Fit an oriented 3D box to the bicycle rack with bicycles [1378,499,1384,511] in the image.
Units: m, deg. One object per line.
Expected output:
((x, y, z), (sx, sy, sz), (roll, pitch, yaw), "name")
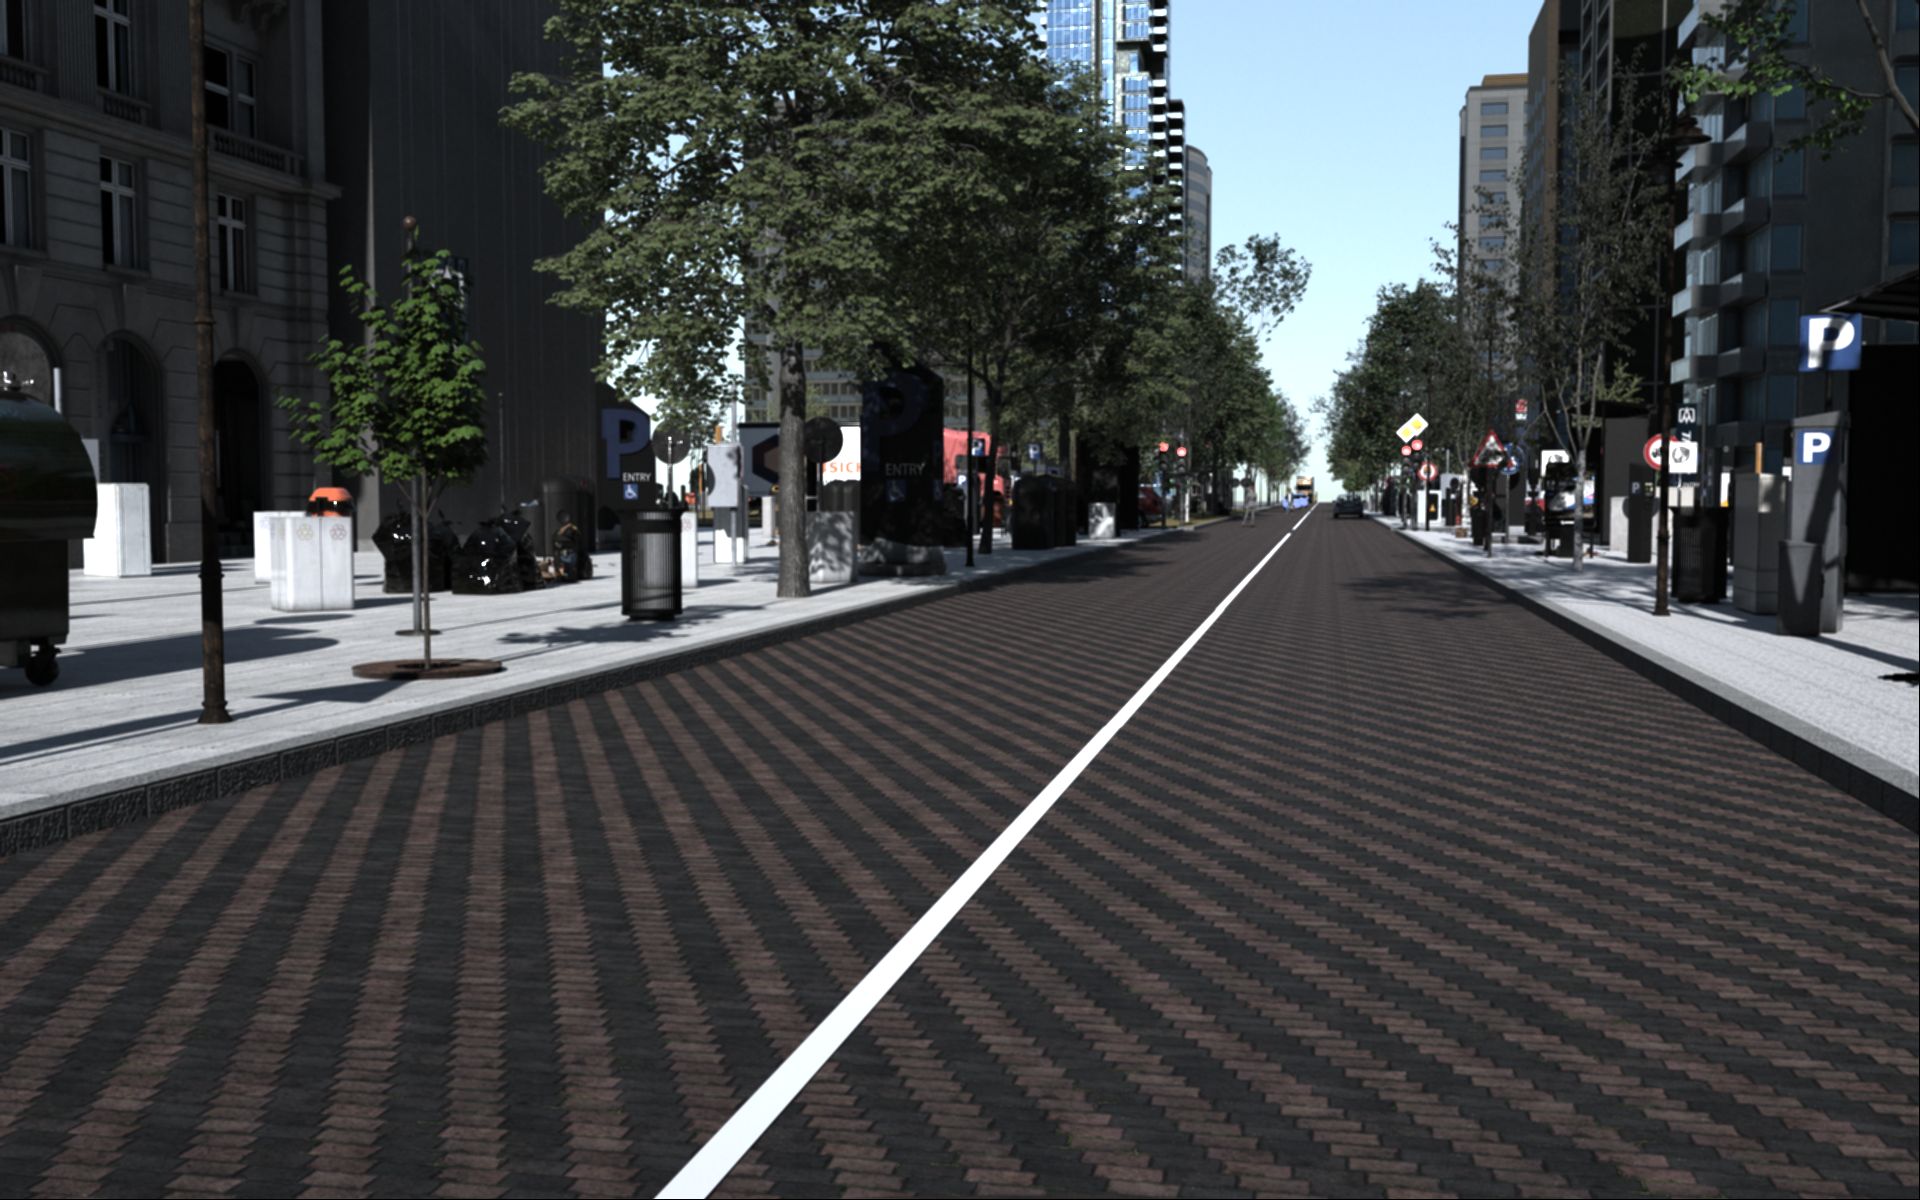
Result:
((32.745, -7.264, 132.140), (2.925, 0.926, 2.852), (-2, 4, -30), "bicycle rack with bicycles")

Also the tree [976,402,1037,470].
((3.625, -10.098, 115.460), (4.737, 8.622, 4.395), (0, 3, 0), "tree")

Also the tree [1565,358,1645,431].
((34.811, -8.731, 93.113), (4.737, 8.622, 4.395), (0, 3, 0), "tree")

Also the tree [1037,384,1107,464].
((7.944, -9.650, 108.140), (4.737, 8.622, 4.395), (0, 3, 0), "tree")

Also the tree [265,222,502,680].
((-3.814, -1.094, 12.496), (1.663, 3.219, 1.824), (0, 3, 0), "tree")

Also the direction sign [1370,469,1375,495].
((32.944, -8.936, 138.092), (0.876, 3.537, 0.379), (-3, 5, -41), "direction sign")

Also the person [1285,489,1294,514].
((23.304, -6.950, 122.113), (0.794, 1.824, 0.713), (3, 4, 36), "person")

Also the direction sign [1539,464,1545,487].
((44.577, -8.574, 132.187), (0.876, 3.537, 0.379), (-1, 4, -17), "direction sign")

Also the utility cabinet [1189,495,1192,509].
((18.787, -7.962, 141.338), (0.306, 1.237, 1.020), (2, 4, 29), "utility cabinet")

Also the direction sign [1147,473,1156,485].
((15.659, -9.178, 142.050), (0.876, 3.537, 0.379), (3, 4, 38), "direction sign")

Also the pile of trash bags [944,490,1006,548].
((-0.401, -1.973, 42.014), (3.447, 1.369, 1.912), (-2, 4, -33), "pile of trash bags")

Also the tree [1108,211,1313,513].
((16.534, -15.963, 116.883), (12.611, 20.169, 13.585), (0, 3, 0), "tree")

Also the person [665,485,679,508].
((-12.063, -3.875, 71.834), (0.794, 1.824, 0.713), (-2, 4, -27), "person")

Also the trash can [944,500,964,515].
((-0.241, -2.015, 44.592), (0.748, 1.137, 0.748), (0, 3, 0), "trash can")

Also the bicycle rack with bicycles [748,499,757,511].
((-15.910, -7.060, 128.817), (2.852, 0.926, 2.925), (-3, 5, -42), "bicycle rack with bicycles")

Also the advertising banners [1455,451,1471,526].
((20.382, -4.563, 70.787), (0.090, 3.025, 2.074), (-1, 4, -10), "advertising banners")

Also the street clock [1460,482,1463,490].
((31.066, -6.301, 107.593), (0.358, 2.002, 0.471), (0, 4, 7), "street clock")

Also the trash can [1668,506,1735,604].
((8.710, -0.534, 20.393), (0.748, 1.137, 0.748), (0, 3, 0), "trash can")

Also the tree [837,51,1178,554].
((0.841, -6.246, 36.532), (7.601, 10.594, 8.767), (2, 4, 23), "tree")

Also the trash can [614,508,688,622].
((-3.133, -0.363, 17.588), (0.748, 1.137, 0.748), (0, 3, 0), "trash can")

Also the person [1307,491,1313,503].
((53.280, -15.649, 263.999), (1.348, 1.869, 0.705), (-1, 4, -13), "person")

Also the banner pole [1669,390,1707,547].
((17.755, -3.178, 41.980), (0.863, 3.779, 0.401), (1, 4, 10), "banner pole")

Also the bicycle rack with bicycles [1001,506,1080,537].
((2.353, -2.396, 52.555), (2.852, 0.926, 2.925), (0, 4, 6), "bicycle rack with bicycles")

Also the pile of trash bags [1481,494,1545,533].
((18.257, -2.959, 58.128), (1.912, 1.369, 3.447), (0, 4, -8), "pile of trash bags")

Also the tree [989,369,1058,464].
((3.029, -8.748, 93.387), (4.360, 8.622, 3.978), (0, 3, 0), "tree")

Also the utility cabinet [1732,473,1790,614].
((8.695, -0.619, 18.800), (0.318, 1.500, 1.173), (1, 4, 13), "utility cabinet")

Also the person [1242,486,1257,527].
((12.537, -4.051, 75.014), (0.520, 1.790, 0.573), (-2, 4, -28), "person")

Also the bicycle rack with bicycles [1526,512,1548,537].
((17.984, -2.243, 50.057), (2.925, 0.926, 2.852), (1, 4, 23), "bicycle rack with bicycles")

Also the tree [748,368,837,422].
((-9.788, -9.176, 100.391), (4.737, 8.622, 4.395), (0, 3, 0), "tree")

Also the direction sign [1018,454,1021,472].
((3.113, -6.528, 98.728), (0.876, 3.537, 0.379), (-2, 4, -32), "direction sign")

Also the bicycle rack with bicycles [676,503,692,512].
((-20.351, -6.565, 120.724), (2.925, 0.926, 2.852), (0, 4, 4), "bicycle rack with bicycles")

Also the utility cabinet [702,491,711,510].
((-20.119, -7.854, 137.096), (0.318, 1.500, 1.173), (3, 5, 45), "utility cabinet")

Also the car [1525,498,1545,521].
((22.606, -3.331, 63.128), (5.304, 1.827, 2.281), (1, 4, 10), "car")

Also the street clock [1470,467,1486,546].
((12.833, -2.339, 42.812), (0.471, 2.002, 0.358), (-3, 5, -41), "street clock")

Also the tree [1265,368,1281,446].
((15.588, -11.350, 103.696), (7.486, 12.596, 7.792), (0, 3, 0), "tree")

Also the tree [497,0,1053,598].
((-1.721, -6.293, 21.013), (7.486, 12.596, 7.792), (0, 3, 0), "tree")

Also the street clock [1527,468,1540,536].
((15.944, -2.668, 48.194), (0.358, 2.002, 0.471), (1, 4, 9), "street clock")

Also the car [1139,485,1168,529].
((5.346, -3.562, 66.914), (5.304, 1.827, 2.281), (1, 4, 13), "car")

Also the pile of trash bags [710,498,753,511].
((-17.872, -7.674, 135.219), (3.447, 1.369, 1.912), (0, 4, 5), "pile of trash bags")

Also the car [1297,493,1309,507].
((36.762, -10.874, 187.375), (1.945, 1.707, 3.694), (1, 4, 11), "car")

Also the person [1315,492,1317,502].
((61.194, -17.682, 297.611), (0.705, 1.823, 1.348), (0, 4, 2), "person")

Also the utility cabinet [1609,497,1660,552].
((15.141, -1.694, 38.853), (1.020, 1.237, 0.306), (2, 4, 32), "utility cabinet")

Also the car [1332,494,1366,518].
((23.621, -5.702, 105.232), (2.014, 1.417, 4.499), (1, 4, 13), "car")

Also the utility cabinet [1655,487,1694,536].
((21.647, -2.687, 52.617), (1.173, 1.500, 0.318), (2, 4, 27), "utility cabinet")

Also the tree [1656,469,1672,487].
((44.325, -7.885, 112.636), (4.285, 4.588, 4.351), (0, 3, 0), "tree")

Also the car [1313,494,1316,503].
((58.469, -17.024, 288.570), (2.015, 1.641, 3.980), (1, 4, 14), "car")

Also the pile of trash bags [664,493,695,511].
((-23.309, -7.963, 139.947), (3.447, 1.369, 1.912), (1, 4, 10), "pile of trash bags")

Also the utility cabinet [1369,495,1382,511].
((32.446, -7.585, 135.169), (0.306, 1.237, 1.020), (-3, 5, -40), "utility cabinet")

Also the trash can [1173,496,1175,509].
((15.528, -6.832, 123.357), (0.748, 1.137, 0.748), (0, 3, 0), "trash can")

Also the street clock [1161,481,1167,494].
((11.550, -5.720, 98.084), (0.358, 2.002, 0.471), (1, 4, 20), "street clock")

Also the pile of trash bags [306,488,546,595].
((-7.241, -0.821, 23.180), (3.447, 1.369, 1.912), (1, 4, 18), "pile of trash bags")

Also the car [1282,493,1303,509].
((31.454, -9.444, 163.994), (1.945, 1.707, 3.694), (1, 4, 11), "car")

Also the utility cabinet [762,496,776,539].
((-5.537, -2.382, 50.115), (0.306, 1.237, 1.020), (0, 4, 0), "utility cabinet")
